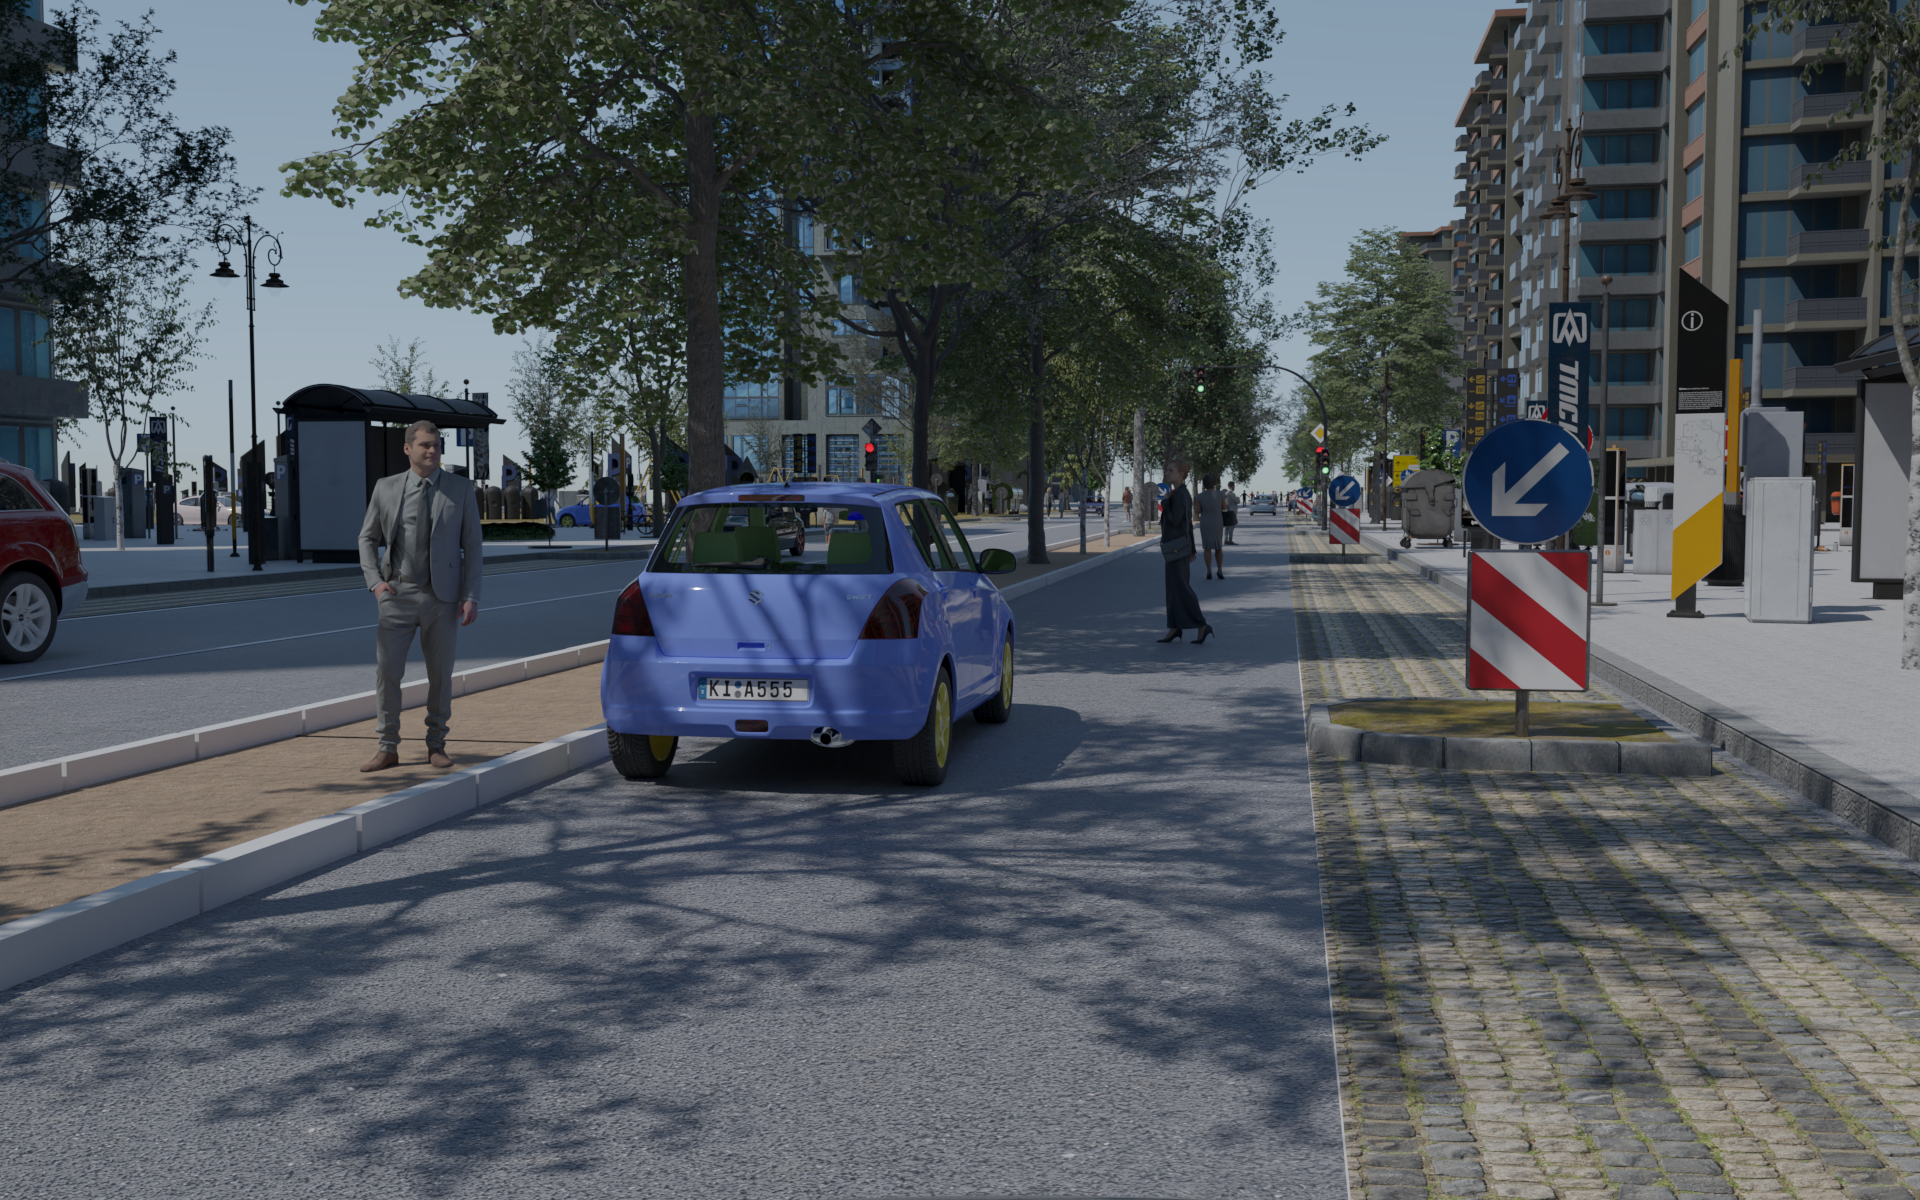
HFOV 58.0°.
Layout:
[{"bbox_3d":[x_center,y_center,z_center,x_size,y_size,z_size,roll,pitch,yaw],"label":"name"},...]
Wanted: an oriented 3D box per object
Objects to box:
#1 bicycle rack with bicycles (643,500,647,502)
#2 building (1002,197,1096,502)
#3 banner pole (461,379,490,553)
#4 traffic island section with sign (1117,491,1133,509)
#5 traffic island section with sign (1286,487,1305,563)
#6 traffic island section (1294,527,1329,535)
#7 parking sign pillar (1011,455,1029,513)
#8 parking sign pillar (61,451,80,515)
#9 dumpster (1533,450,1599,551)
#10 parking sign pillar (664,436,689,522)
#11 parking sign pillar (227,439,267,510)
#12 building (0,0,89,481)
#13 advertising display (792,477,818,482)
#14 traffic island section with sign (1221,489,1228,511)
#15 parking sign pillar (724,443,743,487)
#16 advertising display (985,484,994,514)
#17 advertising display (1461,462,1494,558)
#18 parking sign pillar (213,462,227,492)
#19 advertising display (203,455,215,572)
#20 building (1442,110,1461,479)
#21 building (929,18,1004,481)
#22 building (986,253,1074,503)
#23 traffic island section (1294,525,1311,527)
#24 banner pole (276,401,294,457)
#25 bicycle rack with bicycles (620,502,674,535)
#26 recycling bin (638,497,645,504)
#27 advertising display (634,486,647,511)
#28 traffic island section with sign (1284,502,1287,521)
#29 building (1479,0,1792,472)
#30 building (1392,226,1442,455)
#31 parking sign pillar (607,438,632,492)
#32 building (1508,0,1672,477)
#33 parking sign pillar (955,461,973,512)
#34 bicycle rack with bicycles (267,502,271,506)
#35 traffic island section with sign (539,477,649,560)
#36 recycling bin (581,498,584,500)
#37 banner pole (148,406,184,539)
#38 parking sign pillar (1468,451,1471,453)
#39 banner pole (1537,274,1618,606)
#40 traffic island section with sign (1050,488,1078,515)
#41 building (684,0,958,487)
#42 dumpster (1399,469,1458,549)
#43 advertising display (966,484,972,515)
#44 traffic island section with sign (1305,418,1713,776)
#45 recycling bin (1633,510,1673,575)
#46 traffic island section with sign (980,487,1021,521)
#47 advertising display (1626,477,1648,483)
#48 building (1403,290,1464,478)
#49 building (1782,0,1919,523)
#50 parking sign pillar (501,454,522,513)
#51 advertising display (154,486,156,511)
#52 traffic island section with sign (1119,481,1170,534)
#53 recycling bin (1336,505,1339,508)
[{"bbox_3d":[-20.351,-6.145,113.848,2.925,0.926,2.852,-1,4,-13],"label":"bicycle rack with bicycles"},{"bbox_3d":[10.315,-45.326,283.077,21.231,58.520,28.212,1,4,11],"label":"building"},{"bbox_3d":[-10.529,-2.914,37.656,0.863,3.779,0.401,2,4,28],"label":"banner pole"},{"bbox_3d":[16.399,-9.842,169.543,1.989,1.847,2.006,1,4,11],"label":"traffic island section with sign"},{"bbox_3d":[7.930,-1.695,36.342,1.989,1.847,2.006,1,4,11],"label":"traffic island section with sign"},{"bbox_3d":[12.835,-2.366,60.963,2.009,0.180,2.903,1,4,11],"label":"traffic island section"},{"bbox_3d":[4.251,-8.051,120.101,1.447,3.967,1.447,3,4,37],"label":"parking sign pillar"},{"bbox_3d":[-55.667,-7.319,108.143,1.447,3.967,1.447,-3,5,-45],"label":"parking sign pillar"},{"bbox_3d":[11.409,-1.829,32.402,1.502,2.255,1.985,1,4,10],"label":"dumpster"},{"bbox_3d":[-12.894,-5.569,79.532,1.447,3.967,1.447,-3,5,-39],"label":"parking sign pillar"},{"bbox_3d":[-34.807,-5.911,85.113,1.447,3.967,1.447,2,4,34],"label":"parking sign pillar"},{"bbox_3d":[-42.105,-26.021,45.057,30.456,49.044,23.786,1,4,11],"label":"building"},{"bbox_3d":[-5.833,-3.667,65.174,0.974,1.923,0.123,0,4,-7],"label":"advertising display"},{"bbox_3d":[21.905,-8.278,143.484,2.006,1.907,1.989,1,4,11],"label":"traffic island section with sign"},{"bbox_3d":[-11.484,-6.054,87.451,1.447,3.967,1.447,3,5,41],"label":"parking sign pillar"},{"bbox_3d":[2.027,-6.603,113.167,0.974,1.923,0.123,0,4,1],"label":"advertising display"},{"bbox_3d":[10.363,-1.795,34.570,0.123,1.923,0.974,-1,4,-22],"label":"advertising display"},{"bbox_3d":[-56.616,-8.793,132.244,1.447,3.967,1.447,-2,4,-29],"label":"parking sign pillar"},{"bbox_3d":[-12.501,-1.444,28.829,0.123,1.923,0.974,-2,4,-25],"label":"advertising display"},{"bbox_3d":[63.969,-32.329,183.203,22.147,44.769,28.867,1,4,11],"label":"building"},{"bbox_3d":[-10.374,-37.062,195.206,28.713,52.752,27.495,1,4,11],"label":"building"},{"bbox_3d":[0.240,-34.687,259.006,32.217,40.220,23.993,1,4,11],"label":"building"},{"bbox_3d":[14.298,-2.846,68.813,2.009,0.180,2.903,1,4,11],"label":"traffic island section"},{"bbox_3d":[-18.078,-3.464,46.656,0.863,3.779,0.401,-2,4,-29],"label":"banner pole"},{"bbox_3d":[-9.508,-2.580,55.567,2.925,0.926,2.852,1,4,14],"label":"bicycle rack with bicycles"},{"bbox_3d":[-24.129,-7.186,130.042,0.722,1.027,0.722,3,4,37],"label":"recycling bin"},{"bbox_3d":[-24.398,-7.768,132.223,0.974,1.923,0.123,1,4,14],"label":"advertising display"},{"bbox_3d":[18.119,-5.043,91.081,1.989,1.847,2.006,1,4,11],"label":"traffic island section with sign"},{"bbox_3d":[57.746,-30.607,155.050,22.147,44.769,28.867,1,4,11],"label":"building"},{"bbox_3d":[81.573,-38.243,279.902,22.147,44.769,28.867,1,4,11],"label":"building"},{"bbox_3d":[-16.309,-5.783,83.027,1.447,3.967,1.447,3,4,37],"label":"parking sign pillar"},{"bbox_3d":[51.476,-30.734,122.113,23.786,49.044,30.456,1,4,11],"label":"building"},{"bbox_3d":[0.262,-8.166,121.994,1.447,3.967,1.447,-2,4,-29],"label":"parking sign pillar"},{"bbox_3d":[-58.517,-7.989,143.998,2.925,0.926,2.852,3,5,41],"label":"bicycle rack with bicycles"},{"bbox_3d":[-8.031,-1.825,38.469,1.989,1.847,2.006,1,4,11],"label":"traffic island section with sign"},{"bbox_3d":[-23.684,-5.991,110.505,0.722,1.027,0.722,2,4,30],"label":"recycling bin"},{"bbox_3d":[-22.582,-3.623,49.249,0.863,3.779,0.401,-1,4,-23],"label":"banner pole"},{"bbox_3d":[31.339,-7.157,105.491,1.447,3.967,1.447,3,4,37],"label":"parking sign pillar"},{"bbox_3d":[7.142,-1.827,19.883,0.863,3.779,0.401,1,4,8],"label":"banner pole"},{"bbox_3d":[7.234,-6.835,120.384,1.989,1.847,2.006,1,4,11],"label":"traffic island section with sign"},{"bbox_3d":[-11.983,-52.101,164.517,22.319,86.520,31.000,1,4,11],"label":"building"},{"bbox_3d":[11.078,-2.154,40.980,1.264,1.857,1.865,1,4,11],"label":"dumpster"},{"bbox_3d":[0.571,-6.254,107.460,0.123,1.923,0.974,1,4,18],"label":"advertising display"},{"bbox_3d":[3.002,-0.074,9.840,1.989,1.847,2.006,1,4,11],"label":"traffic island section with sign"},{"bbox_3d":[11.205,-0.934,27.818,0.722,1.027,0.722,1,4,21],"label":"recycling bin"},{"bbox_3d":[2.222,-5.187,93.443,1.989,1.847,2.006,1,4,11],"label":"traffic island section with sign"},{"bbox_3d":[26.033,-3.771,66.877,0.974,1.923,0.123,2,4,25],"label":"advertising display"},{"bbox_3d":[73.467,-29.815,259.169,14.160,30.474,14.107,1,4,11],"label":"building"},{"bbox_3d":[48.438,-26.234,83.553,28.867,44.769,22.147,1,4,11],"label":"building"},{"bbox_3d":[-30.247,-7.851,116.839,1.447,3.967,1.447,1,4,11],"label":"parking sign pillar"},{"bbox_3d":[-62.258,-7.855,133.634,0.123,1.923,0.974,0,4,8],"label":"advertising display"},{"bbox_3d":[6.785,-3.315,62.330,2.006,1.907,1.989,1,4,11],"label":"traffic island section with sign"},{"bbox_3d":[29.321,-7.464,134.586,0.722,1.027,0.722,2,4,29],"label":"recycling bin"}]
